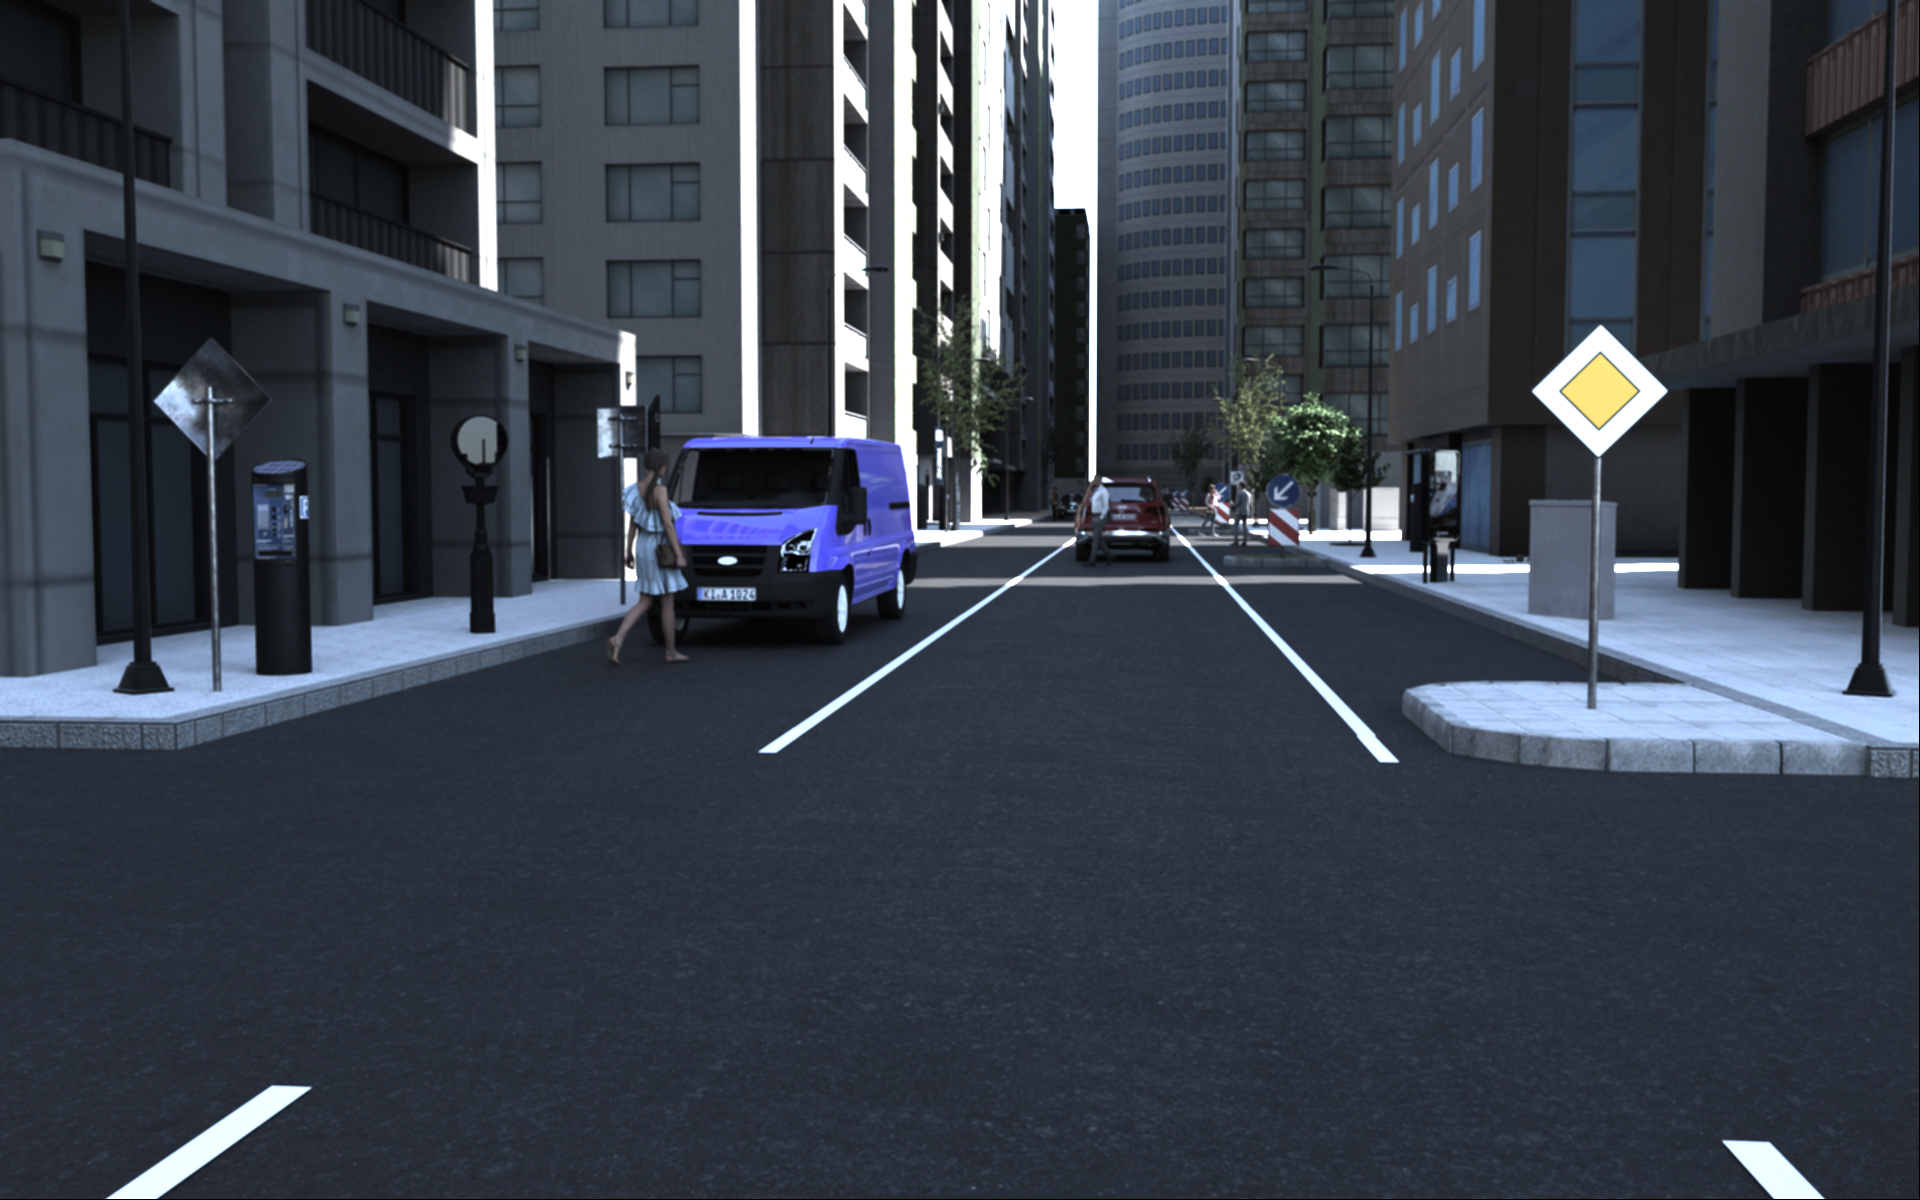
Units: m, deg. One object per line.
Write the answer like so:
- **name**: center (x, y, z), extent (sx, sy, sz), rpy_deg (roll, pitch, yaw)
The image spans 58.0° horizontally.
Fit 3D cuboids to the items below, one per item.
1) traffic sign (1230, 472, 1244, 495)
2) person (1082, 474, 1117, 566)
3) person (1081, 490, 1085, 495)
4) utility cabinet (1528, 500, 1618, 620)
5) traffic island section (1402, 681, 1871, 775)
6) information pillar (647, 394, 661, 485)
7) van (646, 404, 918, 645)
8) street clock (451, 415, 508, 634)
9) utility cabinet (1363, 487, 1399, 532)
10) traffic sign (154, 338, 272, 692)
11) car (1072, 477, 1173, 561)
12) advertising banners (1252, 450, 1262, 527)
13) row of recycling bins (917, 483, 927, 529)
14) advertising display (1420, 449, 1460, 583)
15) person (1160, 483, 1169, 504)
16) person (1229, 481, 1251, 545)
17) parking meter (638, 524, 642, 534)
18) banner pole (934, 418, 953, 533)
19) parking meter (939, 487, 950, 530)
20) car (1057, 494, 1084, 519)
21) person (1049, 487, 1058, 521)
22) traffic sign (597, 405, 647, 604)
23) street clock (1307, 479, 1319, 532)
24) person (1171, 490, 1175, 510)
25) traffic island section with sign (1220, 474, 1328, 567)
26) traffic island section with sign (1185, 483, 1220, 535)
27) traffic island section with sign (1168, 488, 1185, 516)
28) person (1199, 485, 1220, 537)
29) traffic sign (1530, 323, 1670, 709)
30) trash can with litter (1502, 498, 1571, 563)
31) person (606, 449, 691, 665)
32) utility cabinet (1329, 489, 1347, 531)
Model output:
- **traffic sign**: center (12.374, -4.605, 77.420), extent (0.606, 2.300, 0.079), rpy_deg (1, 4, 9)
- **person**: center (2.760, -1.583, 34.475), extent (0.850, 1.850, 0.679), rpy_deg (-2, 4, -26)
- **person**: center (9.533, -7.608, 133.337), extent (0.683, 1.767, 0.568), rpy_deg (0, 4, -4)
- **utility cabinet**: center (6.383, -0.422, 18.069), extent (0.306, 1.237, 1.020), rpy_deg (-1, 4, -20)
- **traffic island section**: center (3.795, 0.729, 10.359), extent (2.009, 0.180, 2.903), rpy_deg (0, 4, 6)
- **information pillar**: center (-7.165, -3.012, 40.607), extent (0.183, 3.616, 0.504), rpy_deg (1, 4, 19)
- **van**: center (-1.793, -0.853, 18.334), extent (2.240, 2.365, 5.245), rpy_deg (0, 4, 7)
- **street clock**: center (-4.421, -0.698, 15.977), extent (0.471, 2.002, 0.358), rpy_deg (-2, 4, -29)
- **utility cabinet**: center (14.172, -3.035, 58.294), extent (1.173, 1.500, 0.318), rpy_deg (1, 4, 13)
- **traffic sign**: center (-4.825, -0.462, 11.195), extent (0.795, 2.450, 0.064), rpy_deg (0, 4, 6)
- **car**: center (3.634, -1.837, 38.707), extent (2.281, 1.827, 5.304), rpy_deg (0, 4, 5)
- **advertising banners**: center (11.558, -4.346, 67.251), extent (0.090, 3.025, 2.074), rpy_deg (1, 4, 18)
- **row of recycling bins**: center (-2.464, -3.396, 62.645), extent (1.069, 1.692, 3.534), rpy_deg (3, 5, 40)
- **advertising display**: center (6.977, -1.221, 25.180), extent (0.123, 1.923, 0.974), rpy_deg (3, 5, 42)
- **person**: center (7.878, -3.571, 66.687), extent (0.447, 1.846, 0.655), rpy_deg (-1, 4, -13)
- **person**: center (7.829, -2.434, 48.492), extent (0.606, 1.804, 0.583), rpy_deg (-3, 5, -43)
- **parking meter**: center (-7.417, -1.941, 40.151), extent (0.372, 1.533, 0.369), rpy_deg (0, 3, 0)
- **banner pole**: center (-0.581, -4.078, 56.699), extent (0.401, 3.779, 0.863), rpy_deg (3, 4, 36)
- **parking meter**: center (-0.567, -3.273, 61.926), extent (0.372, 1.533, 0.369), rpy_deg (0, 3, 0)
- **car**: center (6.510, -5.455, 98.979), extent (2.009, 1.686, 4.222), rpy_deg (0, 4, 7)
- **person**: center (5.007, -5.121, 92.324), extent (0.705, 1.812, 1.348), rpy_deg (-1, 4, -10)
- **traffic sign**: center (-3.913, -1.097, 20.059), extent (0.606, 2.300, 0.079), rpy_deg (1, 4, 12)
- **street clock**: center (11.913, -3.303, 58.566), extent (0.471, 2.002, 0.358), rpy_deg (-3, 5, -40)
- **person**: center (18.600, -8.740, 151.365), extent (0.705, 1.831, 1.348), rpy_deg (2, 4, 26)
- **traffic island section with sign**: center (6.376, -1.618, 35.074), extent (1.989, 1.847, 2.006), rpy_deg (0, 4, 6)
- **traffic island section with sign**: center (9.174, -3.257, 61.884), extent (1.989, 1.847, 2.006), rpy_deg (0, 4, 6)
- **traffic island section with sign**: center (14.391, -6.335, 112.210), extent (1.989, 1.847, 2.006), rpy_deg (0, 4, 6)
- **person**: center (8.416, -3.023, 58.509), extent (0.643, 1.750, 0.593), rpy_deg (3, 4, 36)
- **traffic sign**: center (3.771, -0.406, 10.284), extent (0.795, 2.450, 0.064), rpy_deg (0, 4, 6)
- **trash can with litter**: center (11.141, -1.345, 33.051), extent (2.233, 1.210, 1.678), rpy_deg (-2, 4, -26)
- **person**: center (-2.566, -0.360, 14.488), extent (0.778, 1.811, 0.616), rpy_deg (-3, 5, -43)
- **utility cabinet**: center (13.138, -3.156, 60.278), extent (0.318, 1.500, 1.173), rpy_deg (0, 4, -2)
